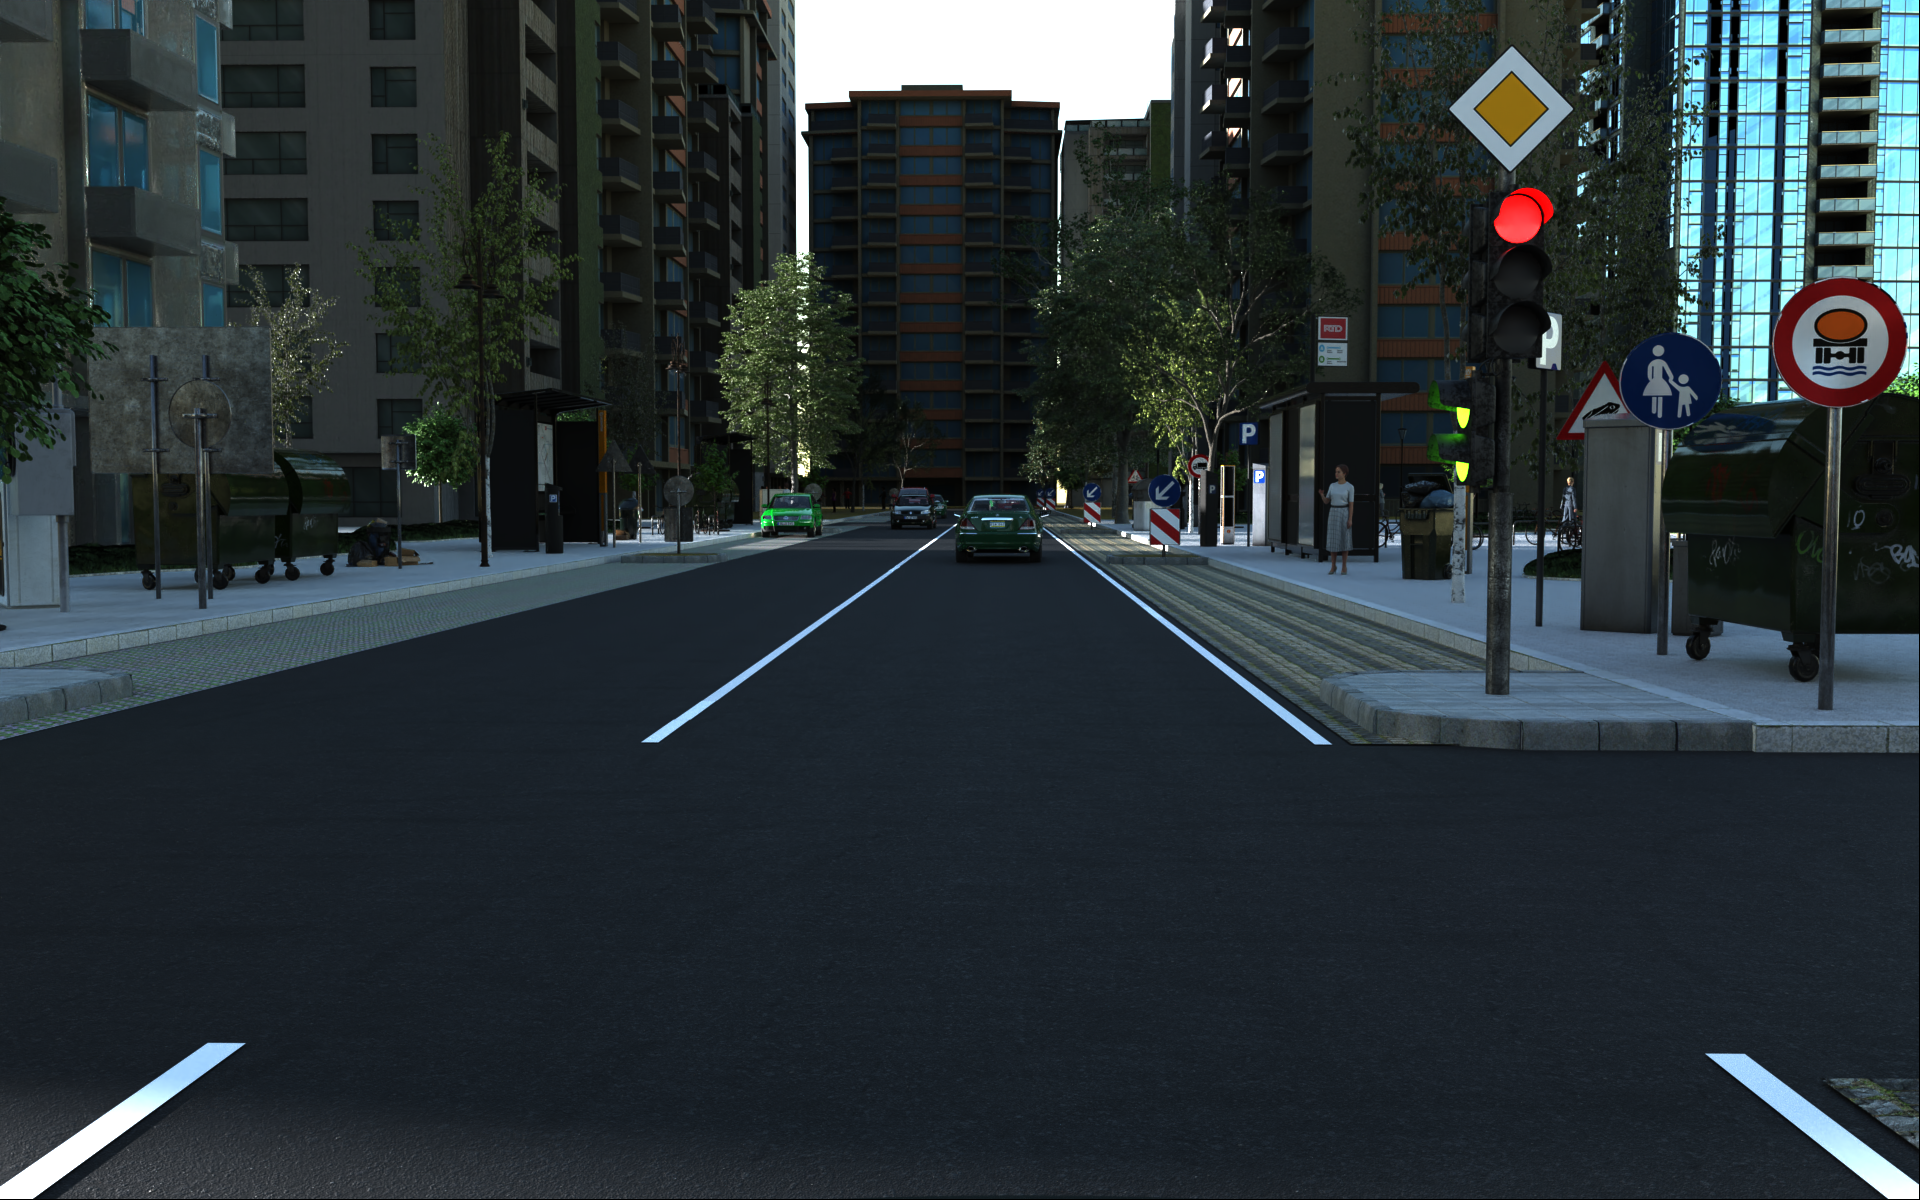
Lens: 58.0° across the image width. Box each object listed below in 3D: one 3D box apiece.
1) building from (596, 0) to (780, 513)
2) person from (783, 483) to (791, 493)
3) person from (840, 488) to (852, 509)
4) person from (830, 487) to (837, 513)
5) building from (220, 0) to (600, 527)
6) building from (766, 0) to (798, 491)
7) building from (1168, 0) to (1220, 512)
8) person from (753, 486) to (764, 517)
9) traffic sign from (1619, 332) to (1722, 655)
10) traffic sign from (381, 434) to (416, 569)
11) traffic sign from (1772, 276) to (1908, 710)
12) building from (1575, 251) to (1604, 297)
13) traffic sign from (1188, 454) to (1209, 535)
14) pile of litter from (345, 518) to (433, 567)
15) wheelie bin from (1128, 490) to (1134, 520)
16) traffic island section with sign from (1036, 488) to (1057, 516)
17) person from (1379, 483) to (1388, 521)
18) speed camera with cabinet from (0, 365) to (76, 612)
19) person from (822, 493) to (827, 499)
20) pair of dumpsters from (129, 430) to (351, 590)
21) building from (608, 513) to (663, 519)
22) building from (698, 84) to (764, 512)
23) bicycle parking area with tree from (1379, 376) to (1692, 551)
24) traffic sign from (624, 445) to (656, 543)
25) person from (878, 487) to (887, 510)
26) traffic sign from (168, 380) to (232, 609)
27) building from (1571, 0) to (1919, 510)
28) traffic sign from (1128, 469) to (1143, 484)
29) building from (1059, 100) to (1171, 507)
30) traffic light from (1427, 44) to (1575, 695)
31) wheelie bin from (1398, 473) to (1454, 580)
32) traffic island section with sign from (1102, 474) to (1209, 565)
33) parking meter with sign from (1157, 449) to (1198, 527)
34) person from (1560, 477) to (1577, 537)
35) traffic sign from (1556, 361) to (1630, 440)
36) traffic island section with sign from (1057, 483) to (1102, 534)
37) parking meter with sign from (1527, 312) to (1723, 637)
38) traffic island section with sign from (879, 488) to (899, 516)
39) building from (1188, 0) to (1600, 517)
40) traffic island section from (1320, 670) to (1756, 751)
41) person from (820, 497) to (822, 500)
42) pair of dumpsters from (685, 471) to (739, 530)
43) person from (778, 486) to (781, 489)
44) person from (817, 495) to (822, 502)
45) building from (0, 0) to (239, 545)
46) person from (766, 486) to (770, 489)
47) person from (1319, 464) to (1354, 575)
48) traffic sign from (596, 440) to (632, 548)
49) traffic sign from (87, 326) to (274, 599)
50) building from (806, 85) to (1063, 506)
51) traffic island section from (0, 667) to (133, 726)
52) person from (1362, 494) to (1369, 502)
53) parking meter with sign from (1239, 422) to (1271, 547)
[{"bbox_3d":[-28.751,-29.915,143.734,28.867,44.769,22.147,0,4,1],"label":"building"},{"bbox_3d":[-7.181,-3.948,71.168,0.524,1.755,0.480,2,4,34],"label":"person"},{"bbox_3d":[-9.674,-8.752,149.078,1.348,1.831,0.705,-1,4,-18],"label":"person"},{"bbox_3d":[-8.830,-6.952,120.396,0.721,1.739,1.217,-1,4,-18],"label":"person"},{"bbox_3d":[-23.631,-18.430,73.024,14.160,30.474,14.107,0,4,1],"label":"building"},{"bbox_3d":[-32.144,-39.534,188.384,28.212,58.520,21.231,0,4,1],"label":"building"},{"bbox_3d":[27.464,-36.501,138.785,21.231,58.520,28.212,0,4,1],"label":"building"},{"bbox_3d":[-10.990,-5.451,95.954,1.217,1.735,0.721,-3,5,-41],"label":"person"},{"bbox_3d":[5.609,-0.835,13.757,0.768,2.556,0.104,1,4,11],"label":"traffic sign"},{"bbox_3d":[-9.611,-1.684,29.670,0.606,2.300,0.079,0,4,5],"label":"traffic sign"},{"bbox_3d":[5.156,-0.620,10.239,0.768,2.556,0.104,0,4,5],"label":"traffic sign"},{"bbox_3d":[61.360,-30.573,183.459,14.086,41.232,14.154,0,4,1],"label":"building"},{"bbox_3d":[7.594,-3.348,54.838,0.768,2.556,0.104,1,4,10],"label":"traffic sign"},{"bbox_3d":[-10.260,-1.050,31.135,1.719,0.858,1.176,-3,4,-39],"label":"pile of litter"},{"bbox_3d":[8.756,-4.726,85.181,0.980,1.594,0.693,0,4,2],"label":"wheelie bin"},{"bbox_3d":[5.771,-6.375,112.855,1.989,1.847,2.006,0,4,1],"label":"traffic island section with sign"},{"bbox_3d":[20.129,-4.681,82.768,0.526,1.800,0.537,0,4,-4],"label":"person"},{"bbox_3d":[-10.344,-1.526,19.286,0.660,3.252,2.038,-2,4,-35],"label":"speed camera with cabinet"},{"bbox_3d":[-12.045,-8.668,147.731,1.348,1.831,0.705,1,4,18],"label":"person"},{"bbox_3d":[-10.398,-1.385,25.140,1.574,2.255,4.437,0,4,1],"label":"pair of dumpsters"},{"bbox_3d":[-26.210,-27.284,100.712,22.147,44.769,28.867,0,4,1],"label":"building"},{"bbox_3d":[-21.896,-21.465,122.654,14.160,30.474,14.107,0,4,1],"label":"building"},{"bbox_3d":[14.712,-3.234,39.885,9.016,4.147,8.231,-1,4,-16],"label":"bicycle parking area with tree"},{"bbox_3d":[-8.458,-2.798,45.755,0.884,2.594,0.081,1,4,8],"label":"traffic sign"},{"bbox_3d":[-6.063,-8.005,136.561,0.705,1.869,1.348,-2,4,-27],"label":"person"},{"bbox_3d":[-8.470,-1.174,19.295,0.768,2.556,0.104,1,4,10],"label":"traffic sign"},{"bbox_3d":[65.072,-50.589,139.802,31.000,86.520,22.319,0,4,1],"label":"building"},{"bbox_3d":[8.385,-5.064,82.797,0.884,2.594,0.081,0,4,4],"label":"traffic sign"},{"bbox_3d":[17.757,-30.560,183.248,14.086,41.232,14.154,0,4,1],"label":"building"},{"bbox_3d":[3.434,-1.351,11.014,0.839,4.253,0.868,0,4,1],"label":"traffic light"},{"bbox_3d":[7.036,-1.110,26.052,0.693,1.594,0.980,-3,5,-45],"label":"wheelie bin"},{"bbox_3d":[4.040,-1.658,35.731,1.989,1.847,2.006,0,4,1],"label":"traffic island section with sign"},{"bbox_3d":[8.535,-4.354,67.446,1.738,3.016,0.543,0,4,6],"label":"parking meter with sign"},{"bbox_3d":[17.693,-2.679,50.269,0.576,1.772,0.534,3,5,45],"label":"person"},{"bbox_3d":[6.300,-1.041,17.019,0.884,2.594,0.081,0,4,8],"label":"traffic sign"},{"bbox_3d":[4.635,-3.311,62.761,1.989,1.847,2.006,0,4,1],"label":"traffic island section with sign"},{"bbox_3d":[6.211,-1.215,16.130,1.738,3.016,0.543,3,5,43],"label":"parking meter with sign"},{"bbox_3d":[-4.246,-6.389,113.090,1.989,1.847,2.006,0,4,1],"label":"traffic island section with sign"},{"bbox_3d":[27.011,-27.883,110.507,22.147,44.769,28.867,0,4,1],"label":"building"},{"bbox_3d":[3.474,0.682,11.127,2.009,0.180,2.903,0,4,1],"label":"traffic island section"},{"bbox_3d":[-9.916,-6.813,118.150,1.217,1.735,0.721,3,4,39],"label":"person"},{"bbox_3d":[-9.151,-3.730,63.486,1.574,2.255,4.437,0,4,1],"label":"pair of dumpsters"},{"bbox_3d":[-11.387,-6.314,109.364,1.348,1.812,0.705,1,4,9],"label":"person"},{"bbox_3d":[-10.417,-7.453,127.530,0.705,1.869,1.348,1,4,21],"label":"person"},{"bbox_3d":[-29.745,-25.300,33.264,23.786,49.044,30.456,0,4,1],"label":"building"},{"bbox_3d":[-9.731,-4.962,88.095,0.530,1.710,0.541,0,4,6],"label":"person"},{"bbox_3d":[6.001,-1.283,27.593,0.480,1.755,0.524,2,4,32],"label":"person"},{"bbox_3d":[-8.265,-2.529,41.348,0.884,2.594,0.081,0,4,3],"label":"traffic sign"},{"bbox_3d":[-9.492,-1.666,21.105,2.265,3.308,0.079,0,4,2],"label":"traffic sign"},{"bbox_3d":[-3.608,-32.643,188.336,28.867,44.769,22.147,0,4,1],"label":"building"},{"bbox_3d":[-6.865,0.668,11.364,2.009,0.180,2.903,0,4,1],"label":"traffic island section"},{"bbox_3d":[20.028,-4.855,85.438,0.388,1.821,0.555,-1,4,-21],"label":"person"},{"bbox_3d":[7.611,-2.846,42.796,0.543,3.016,1.738,3,5,43],"label":"parking meter with sign"}]
